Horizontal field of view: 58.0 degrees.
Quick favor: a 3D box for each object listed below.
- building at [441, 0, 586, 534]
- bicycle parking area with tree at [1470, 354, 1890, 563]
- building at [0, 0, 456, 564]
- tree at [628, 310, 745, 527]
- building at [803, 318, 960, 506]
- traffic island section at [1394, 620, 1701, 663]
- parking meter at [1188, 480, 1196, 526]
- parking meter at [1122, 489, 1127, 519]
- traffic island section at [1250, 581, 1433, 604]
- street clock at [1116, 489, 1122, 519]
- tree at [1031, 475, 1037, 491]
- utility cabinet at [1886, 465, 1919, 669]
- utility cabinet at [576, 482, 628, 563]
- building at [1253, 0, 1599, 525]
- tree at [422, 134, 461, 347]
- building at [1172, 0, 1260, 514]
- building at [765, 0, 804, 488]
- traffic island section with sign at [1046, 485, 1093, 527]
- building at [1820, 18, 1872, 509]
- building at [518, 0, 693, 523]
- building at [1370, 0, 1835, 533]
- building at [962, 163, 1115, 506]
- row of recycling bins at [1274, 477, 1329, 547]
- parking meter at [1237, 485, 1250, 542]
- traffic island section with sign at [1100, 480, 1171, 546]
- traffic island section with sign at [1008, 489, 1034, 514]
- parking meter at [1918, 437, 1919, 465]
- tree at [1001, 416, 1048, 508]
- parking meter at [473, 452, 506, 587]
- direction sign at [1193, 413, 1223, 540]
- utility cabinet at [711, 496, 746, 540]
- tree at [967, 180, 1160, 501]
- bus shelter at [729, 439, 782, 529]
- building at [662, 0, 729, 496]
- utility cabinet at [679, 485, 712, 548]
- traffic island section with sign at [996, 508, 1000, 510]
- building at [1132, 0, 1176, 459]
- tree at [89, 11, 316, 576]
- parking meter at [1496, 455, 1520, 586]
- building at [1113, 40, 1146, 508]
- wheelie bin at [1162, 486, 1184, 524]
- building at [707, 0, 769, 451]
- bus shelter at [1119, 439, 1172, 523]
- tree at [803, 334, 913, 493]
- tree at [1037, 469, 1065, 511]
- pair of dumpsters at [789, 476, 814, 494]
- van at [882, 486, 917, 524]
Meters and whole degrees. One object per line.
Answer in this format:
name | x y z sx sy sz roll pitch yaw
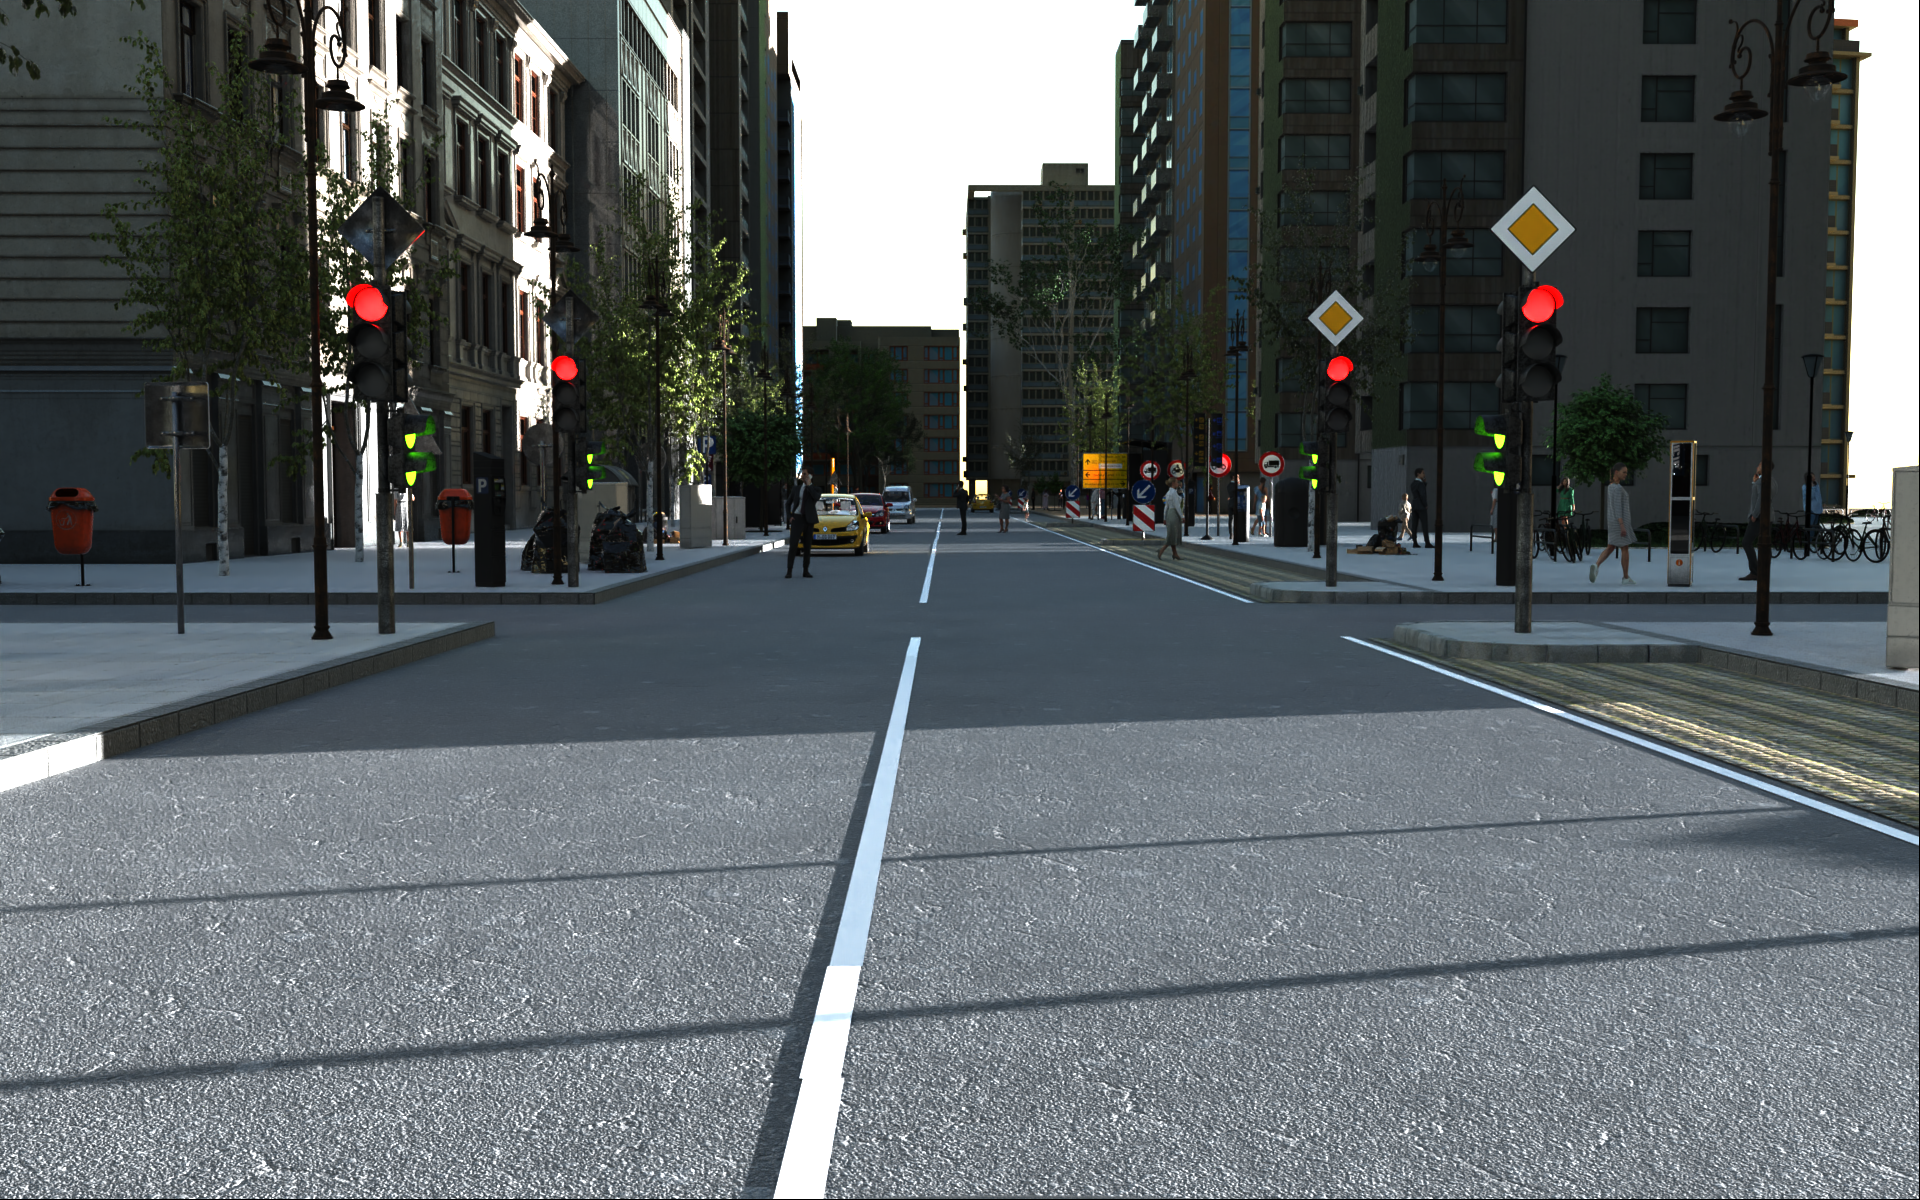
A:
building | -20.869 -13.698 60.118 11.583 22.565 21.152 0 4 0
bicycle parking area with tree | 14.824 -2.967 35.508 8.231 4.147 9.016 1 4 15
building | -19.065 -11.673 40.002 9.793 20.994 18.267 0 4 0
tree | -11.041 -7.177 67.714 4.360 8.622 3.978 0 3 0
building | -14.556 -21.965 204.162 28.899 21.520 27.650 0 4 0
traffic island section | 5.238 0.381 16.051 2.009 0.180 2.903 0 4 0
parking meter | 9.117 -3.848 68.622 0.399 1.863 0.255 -1 4 -13
parking meter | 8.625 -4.990 90.004 0.372 1.533 0.369 0 3 0
traffic island section | 5.174 -0.107 24.036 2.009 0.180 2.903 0 4 0
street clock | 8.075 -5.095 87.878 0.358 2.002 0.471 0 4 4
tree | 7.429 -9.857 155.763 1.663 3.219 1.824 0 3 0
utility cabinet | 7.194 -0.265 13.018 0.318 1.500 1.173 2 4 33
utility cabinet | -6.585 -1.414 31.805 1.173 1.500 0.318 3 5 41
building | 21.628 -19.209 85.763 14.160 30.474 14.107 0 4 0
tree | -11.455 -5.039 32.749 4.737 8.622 4.395 0 3 0
building | 22.094 -28.445 115.185 14.600 45.320 14.200 0 4 0
building | -22.144 -31.162 159.616 14.200 45.320 14.600 0 4 0
traffic island section with sign | 4.763 -4.099 75.651 1.989 1.847 2.006 0 4 0
building | 65.201 -30.689 156.384 28.867 44.769 22.147 0 4 0
building | -19.970 -16.057 80.561 12.078 24.808 19.932 0 4 0
building | 21.810 -17.859 63.698 14.160 30.474 14.107 0 4 0
building | 12.364 -31.443 205.978 23.993 40.220 32.217 0 4 0
row of recycling bins | 8.664 -2.221 43.427 1.069 1.692 3.534 2 4 23
parking meter | 7.537 -2.312 46.219 0.372 1.533 0.369 0 3 0
traffic island section with sign | 4.968 -2.451 48.696 1.989 1.847 2.006 0 4 0
traffic island section with sign | 4.360 -7.175 125.938 1.989 1.847 2.006 0 4 0
parking meter | 8.299 -0.546 14.633 0.255 1.863 0.399 -3 4 -37
tree | 6.189 -13.041 163.578 4.360 8.622 3.978 0 3 0
parking meter | -6.500 -1.116 23.955 0.399 1.863 0.255 2 4 28
direction sign | 6.949 -3.461 48.585 0.876 3.537 0.379 -1 4 -16
utility cabinet | -6.561 -2.317 49.046 1.020 1.237 0.306 -3 5 -43
tree | 5.906 -15.398 107.646 12.611 20.169 13.585 0 3 0
bus shelter | -7.669 -4.617 66.768 1.731 3.624 6.357 0 4 0
building | -24.447 -40.956 107.889 20.563 71.187 20.611 0 4 0
utility cabinet | -6.291 -1.987 41.164 0.318 1.500 1.173 1 4 16
traffic island section with sign | 4.145 -8.832 153.037 1.989 1.847 2.006 0 4 0
building | 25.662 -31.668 137.386 23.786 49.044 30.456 0 4 0
tree | -11.570 -4.698 27.177 4.737 8.622 4.395 0 3 0
parking meter | 7.745 -1.135 24.272 0.399 1.863 0.255 -2 4 -31
building | 21.074 -29.132 159.909 14.154 41.232 14.086 0 4 0
wheelie bin | 8.823 -3.878 71.307 0.980 1.594 0.693 -2 4 -30
building | -21.838 -27.120 127.000 14.154 41.232 14.086 0 4 0
bus shelter | 8.177 -5.204 76.365 1.731 3.624 6.357 0 4 0
tree | -6.666 -11.473 113.342 9.928 11.665 9.643 0 3 0
tree | 7.326 -8.411 132.124 1.663 3.219 1.824 0 3 0
pair of dumpsters | -7.849 -5.075 85.467 1.574 2.255 4.437 0 4 0
van | -3.071 -4.722 84.209 2.013 2.044 4.112 0 4 1
